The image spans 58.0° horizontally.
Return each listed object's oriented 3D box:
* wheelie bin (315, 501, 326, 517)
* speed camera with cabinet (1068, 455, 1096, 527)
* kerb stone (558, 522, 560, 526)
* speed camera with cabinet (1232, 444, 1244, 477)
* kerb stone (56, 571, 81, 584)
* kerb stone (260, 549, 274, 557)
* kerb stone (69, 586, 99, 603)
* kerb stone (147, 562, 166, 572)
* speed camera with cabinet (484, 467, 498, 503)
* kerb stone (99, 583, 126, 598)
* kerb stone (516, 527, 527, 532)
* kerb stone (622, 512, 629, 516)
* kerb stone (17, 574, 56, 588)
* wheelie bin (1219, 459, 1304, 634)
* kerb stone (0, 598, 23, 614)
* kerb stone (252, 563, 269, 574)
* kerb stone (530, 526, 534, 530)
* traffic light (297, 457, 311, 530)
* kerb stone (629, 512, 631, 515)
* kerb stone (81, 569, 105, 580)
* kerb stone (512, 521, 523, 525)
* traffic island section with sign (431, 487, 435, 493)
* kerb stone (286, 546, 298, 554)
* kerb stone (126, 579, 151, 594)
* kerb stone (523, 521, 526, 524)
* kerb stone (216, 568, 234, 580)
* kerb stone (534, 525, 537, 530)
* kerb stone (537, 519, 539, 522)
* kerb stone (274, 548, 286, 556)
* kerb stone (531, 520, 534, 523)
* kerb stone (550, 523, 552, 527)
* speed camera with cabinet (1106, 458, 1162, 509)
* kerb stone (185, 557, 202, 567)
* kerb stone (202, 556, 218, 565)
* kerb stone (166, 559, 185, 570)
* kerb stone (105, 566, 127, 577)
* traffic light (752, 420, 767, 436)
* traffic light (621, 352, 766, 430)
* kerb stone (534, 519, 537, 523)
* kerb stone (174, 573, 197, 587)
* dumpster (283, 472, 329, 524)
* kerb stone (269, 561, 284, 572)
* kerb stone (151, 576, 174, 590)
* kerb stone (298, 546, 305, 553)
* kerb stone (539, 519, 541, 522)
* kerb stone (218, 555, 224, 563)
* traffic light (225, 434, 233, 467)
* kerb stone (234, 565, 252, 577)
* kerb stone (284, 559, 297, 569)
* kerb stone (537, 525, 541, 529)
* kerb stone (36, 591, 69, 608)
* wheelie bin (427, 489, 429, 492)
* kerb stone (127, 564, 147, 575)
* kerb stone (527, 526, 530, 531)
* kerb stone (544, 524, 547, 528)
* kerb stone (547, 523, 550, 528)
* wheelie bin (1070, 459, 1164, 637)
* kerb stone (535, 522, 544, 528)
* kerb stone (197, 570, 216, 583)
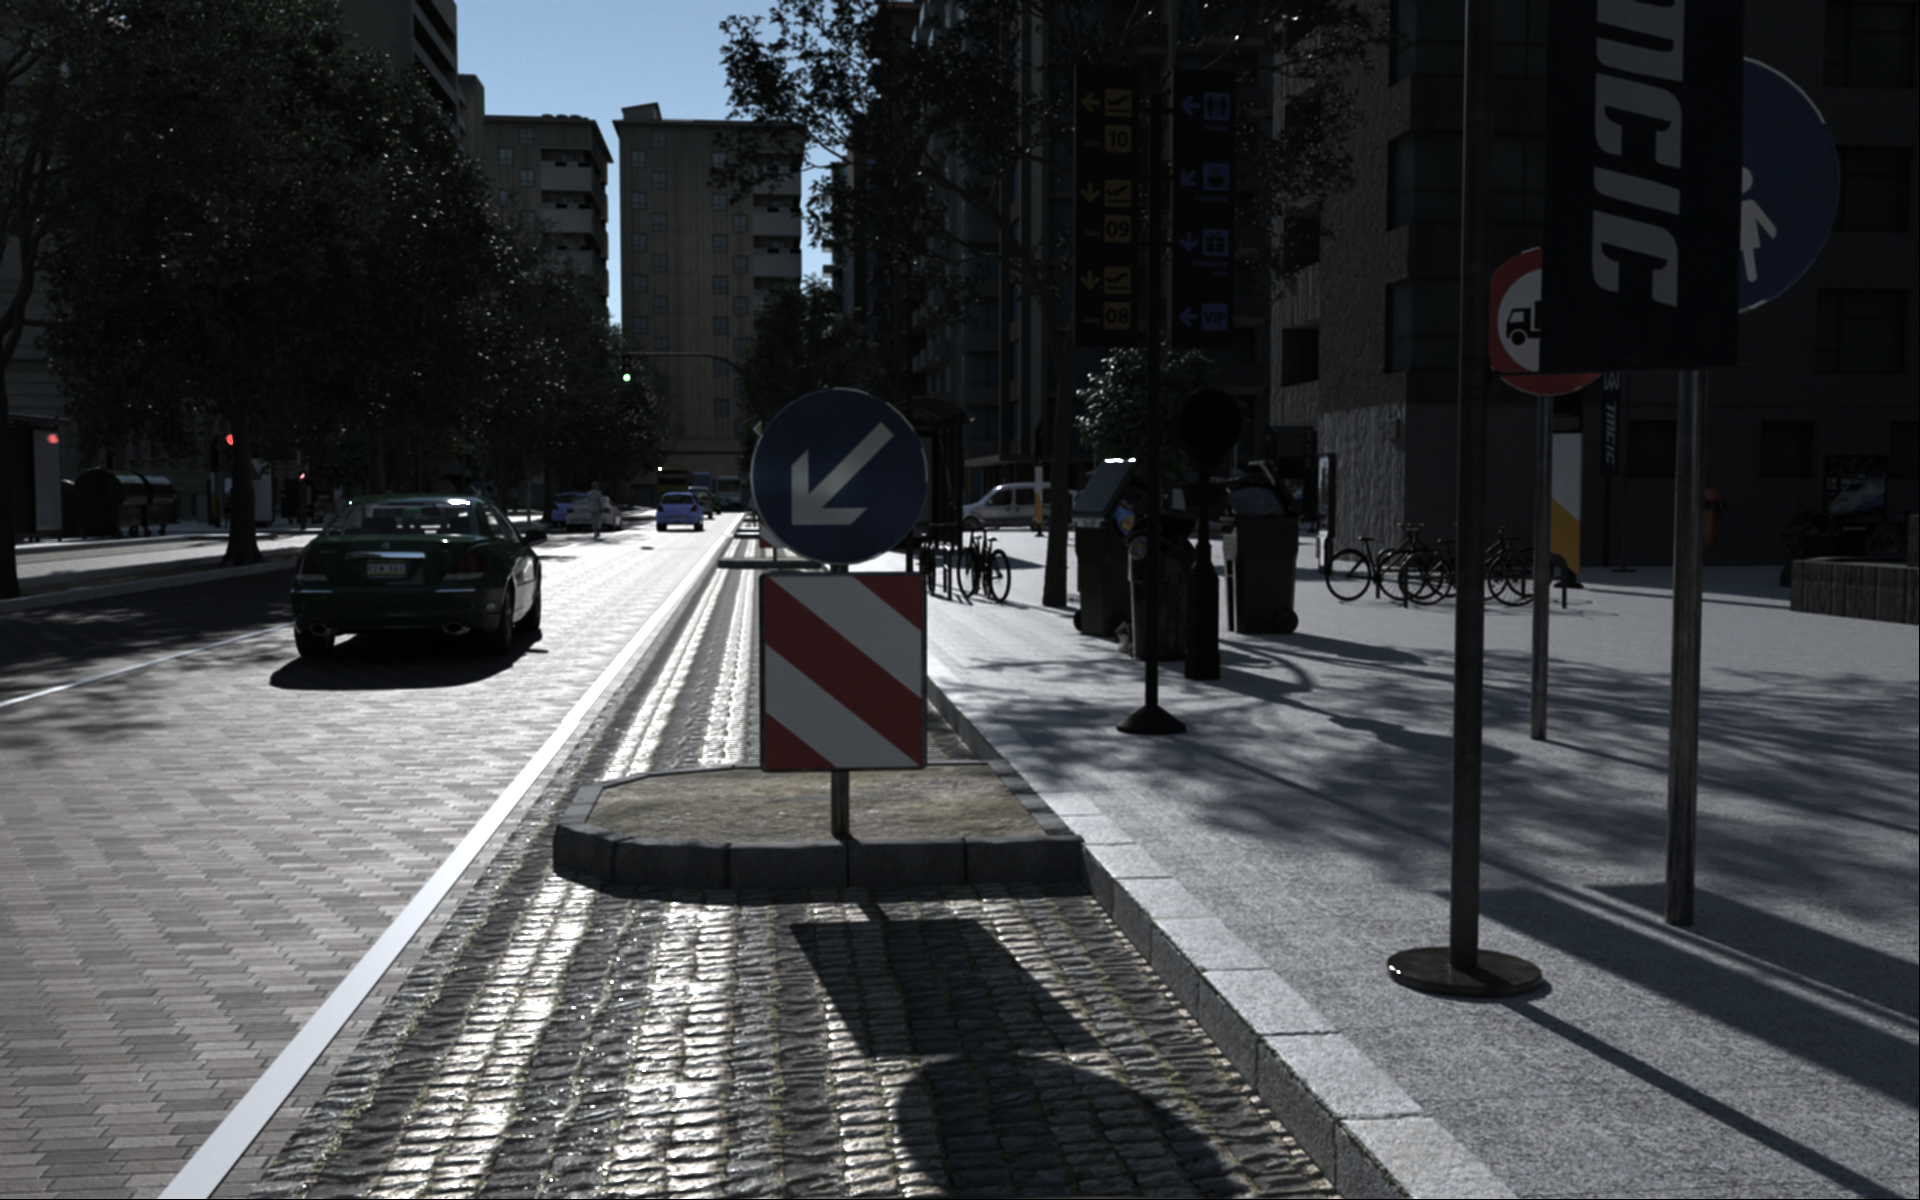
[{"bbox_3d":[-35.832,-5.438,96.827,0.980,1.594,0.693,-3,5,-42],"label":"wheelie bin"},{"bbox_3d":[4.633,-4.507,68.030,2.038,3.252,0.660,0,4,-2],"label":"speed camera with cabinet"},{"bbox_3d":[-18.124,-3.390,77.629,0.120,0.150,1.000,0,4,-7],"label":"kerb stone"},{"bbox_3d":[11.131,-4.378,65.919,2.038,3.252,0.660,0,4,-1],"label":"speed camera with cabinet"},{"bbox_3d":[-14.476,-0.350,27.922,0.120,0.150,1.000,0,4,-7],"label":"kerb stone"},{"bbox_3d":[-15.771,-1.036,39.134,0.120,0.150,1.000,0,4,-7],"label":"kerb stone"},{"bbox_3d":[-11.798,-0.058,23.148,0.120,0.150,1.000,0,4,-7],"label":"kerb stone"},{"bbox_3d":[-14.945,-0.594,31.992,0.120,0.150,1.000,0,4,-7],"label":"kerb stone"},{"bbox_3d":[-34.465,-8.007,125.250,2.038,3.252,0.660,1,4,12],"label":"speed camera with cabinet"},{"bbox_3d":[-11.918,-0.120,24.163,0.120,0.150,1.000,0,4,-7],"label":"kerb stone"},{"bbox_3d":[-16.828,-2.705,66.430,0.120,0.150,1.000,0,4,-7],"label":"kerb stone"},{"bbox_3d":[-22.867,-5.883,118.383,0.120,0.150,1.000,0,4,-7],"label":"kerb stone"},{"bbox_3d":[-14.350,-0.284,26.908,0.120,0.150,1.000,0,4,-7],"label":"kerb stone"},{"bbox_3d":[2.777,-0.499,16.068,0.693,1.594,0.980,0,4,-5],"label":"wheelie bin"},{"bbox_3d":[-11.567,0.072,21.110,0.120,0.150,1.000,0,4,-7],"label":"kerb stone"},{"bbox_3d":[-12.744,-0.557,31.310,0.120,0.150,1.000,0,4,-7],"label":"kerb stone"},{"bbox_3d":[-17.068,-2.830,68.465,0.120,0.150,1.000,0,4,-7],"label":"kerb stone"},{"bbox_3d":[-21.607,-5.382,62.666,4.771,5.953,1.251,0,4,-7],"label":"traffic light"},{"bbox_3d":[-22.983,-5.945,119.409,0.120,0.150,1.000,0,4,-7],"label":"kerb stone"},{"bbox_3d":[-14.587,-0.412,28.938,0.120,0.150,1.000,0,4,-7],"label":"kerb stone"},{"bbox_3d":[-20.570,-3.562,80.472,0.120,0.150,1.000,0,4,-7],"label":"kerb stone"},{"bbox_3d":[-26.238,-4.793,86.998,1.989,1.847,2.006,0,4,-7],"label":"traffic island section with sign"},{"bbox_3d":[-16.005,-1.161,41.172,0.120,0.150,1.000,0,4,-7],"label":"kerb stone"},{"bbox_3d":[-12.036,-0.183,25.187,0.120,0.150,1.000,0,4,-7],"label":"kerb stone"},{"bbox_3d":[-20.687,-3.627,81.492,0.120,0.150,1.000,0,4,-7],"label":"kerb stone"},{"bbox_3d":[-12.516,-0.432,29.262,0.120,0.150,1.000,0,4,-7],"label":"kerb stone"},{"bbox_3d":[-17.188,-2.892,69.483,0.120,0.150,1.000,0,4,-7],"label":"kerb stone"},{"bbox_3d":[-21.281,-3.934,86.569,0.120,0.150,1.000,0,4,-7],"label":"kerb stone"},{"bbox_3d":[-15.890,-1.095,40.149,0.120,0.150,1.000,0,4,-7],"label":"kerb stone"},{"bbox_3d":[-21.056,-3.813,84.537,0.120,0.150,1.000,0,4,-7],"label":"kerb stone"},{"bbox_3d":[-17.769,-3.204,74.579,0.120,0.150,1.000,0,4,-7],"label":"kerb stone"},{"bbox_3d":[4.153,-2.884,41.482,0.660,3.252,2.038,2,4,32],"label":"speed camera with cabinet"},{"bbox_3d":[-15.175,-0.724,34.036,0.120,0.150,1.000,0,4,-7],"label":"kerb stone"},{"bbox_3d":[-15.294,-0.786,35.051,0.120,0.150,1.000,0,4,-7],"label":"kerb stone"},{"bbox_3d":[-15.056,-0.656,33.013,0.120,0.150,1.000,0,4,-7],"label":"kerb stone"},{"bbox_3d":[-14.705,-0.472,29.954,0.120,0.150,1.000,0,4,-7],"label":"kerb stone"},{"bbox_3d":[-7.325,-4.610,64.299,0.839,4.253,0.868,0,4,-7],"label":"traffic light"},{"bbox_3d":[-8.472,-4.974,55.986,4.771,5.953,1.251,0,4,-7],"label":"traffic light"},{"bbox_3d":[-21.164,-3.870,85.554,0.120,0.150,1.000,0,4,-7],"label":"kerb stone"},{"bbox_3d":[-12.268,-0.308,27.226,0.120,0.150,1.000,0,4,-7],"label":"kerb stone"},{"bbox_3d":[-27.997,-4.380,74.103,1.502,2.255,1.985,0,4,-7],"label":"dumpster"},{"bbox_3d":[-12.867,-0.620,32.324,0.120,0.150,1.000,0,4,-7],"label":"kerb stone"},{"bbox_3d":[-12.163,-0.244,26.210,0.120,0.150,1.000,0,4,-7],"label":"kerb stone"},{"bbox_3d":[-16.132,-1.223,42.196,0.120,0.150,1.000,0,4,-7],"label":"kerb stone"},{"bbox_3d":[-21.399,-3.998,87.584,0.120,0.150,1.000,0,4,-7],"label":"kerb stone"},{"bbox_3d":[-15.418,-0.845,36.077,0.120,0.150,1.000,0,4,-7],"label":"kerb stone"},{"bbox_3d":[-22.754,-4.008,54.459,0.839,4.253,0.868,0,4,-7],"label":"traffic light"},{"bbox_3d":[-12.631,-0.495,30.286,0.120,0.150,1.000,0,4,-7],"label":"kerb stone"},{"bbox_3d":[-12.985,-0.682,33.340,0.120,0.150,1.000,0,4,-7],"label":"kerb stone"},{"bbox_3d":[-17.296,-2.950,70.500,0.120,0.150,1.000,0,4,-7],"label":"kerb stone"},{"bbox_3d":[-11.681,0.009,22.133,0.120,0.150,1.000,0,4,-7],"label":"kerb stone"},{"bbox_3d":[-34.838,-6.515,114.424,0.980,1.594,0.693,-1,4,-8],"label":"wheelie bin"},{"bbox_3d":[-14.820,-0.535,30.977,0.120,0.150,1.000,0,4,-7],"label":"kerb stone"},{"bbox_3d":[-16.953,-2.768,67.445,0.120,0.150,1.000,0,4,-7],"label":"kerb stone"},{"bbox_3d":[-17.532,-3.079,72.542,0.120,0.150,1.000,0,4,-7],"label":"kerb stone"},{"bbox_3d":[-17.663,-3.142,73.562,0.120,0.150,1.000,0,4,-7],"label":"kerb stone"},{"bbox_3d":[1.435,-0.483,15.812,0.693,1.594,0.980,-2,4,-26],"label":"wheelie bin"},{"bbox_3d":[-17.423,-3.015,71.521,0.120,0.150,1.000,0,4,-7],"label":"kerb stone"},{"bbox_3d":[-12.393,-0.370,28.246,0.120,0.150,1.000,0,4,-7],"label":"kerb stone"}]
